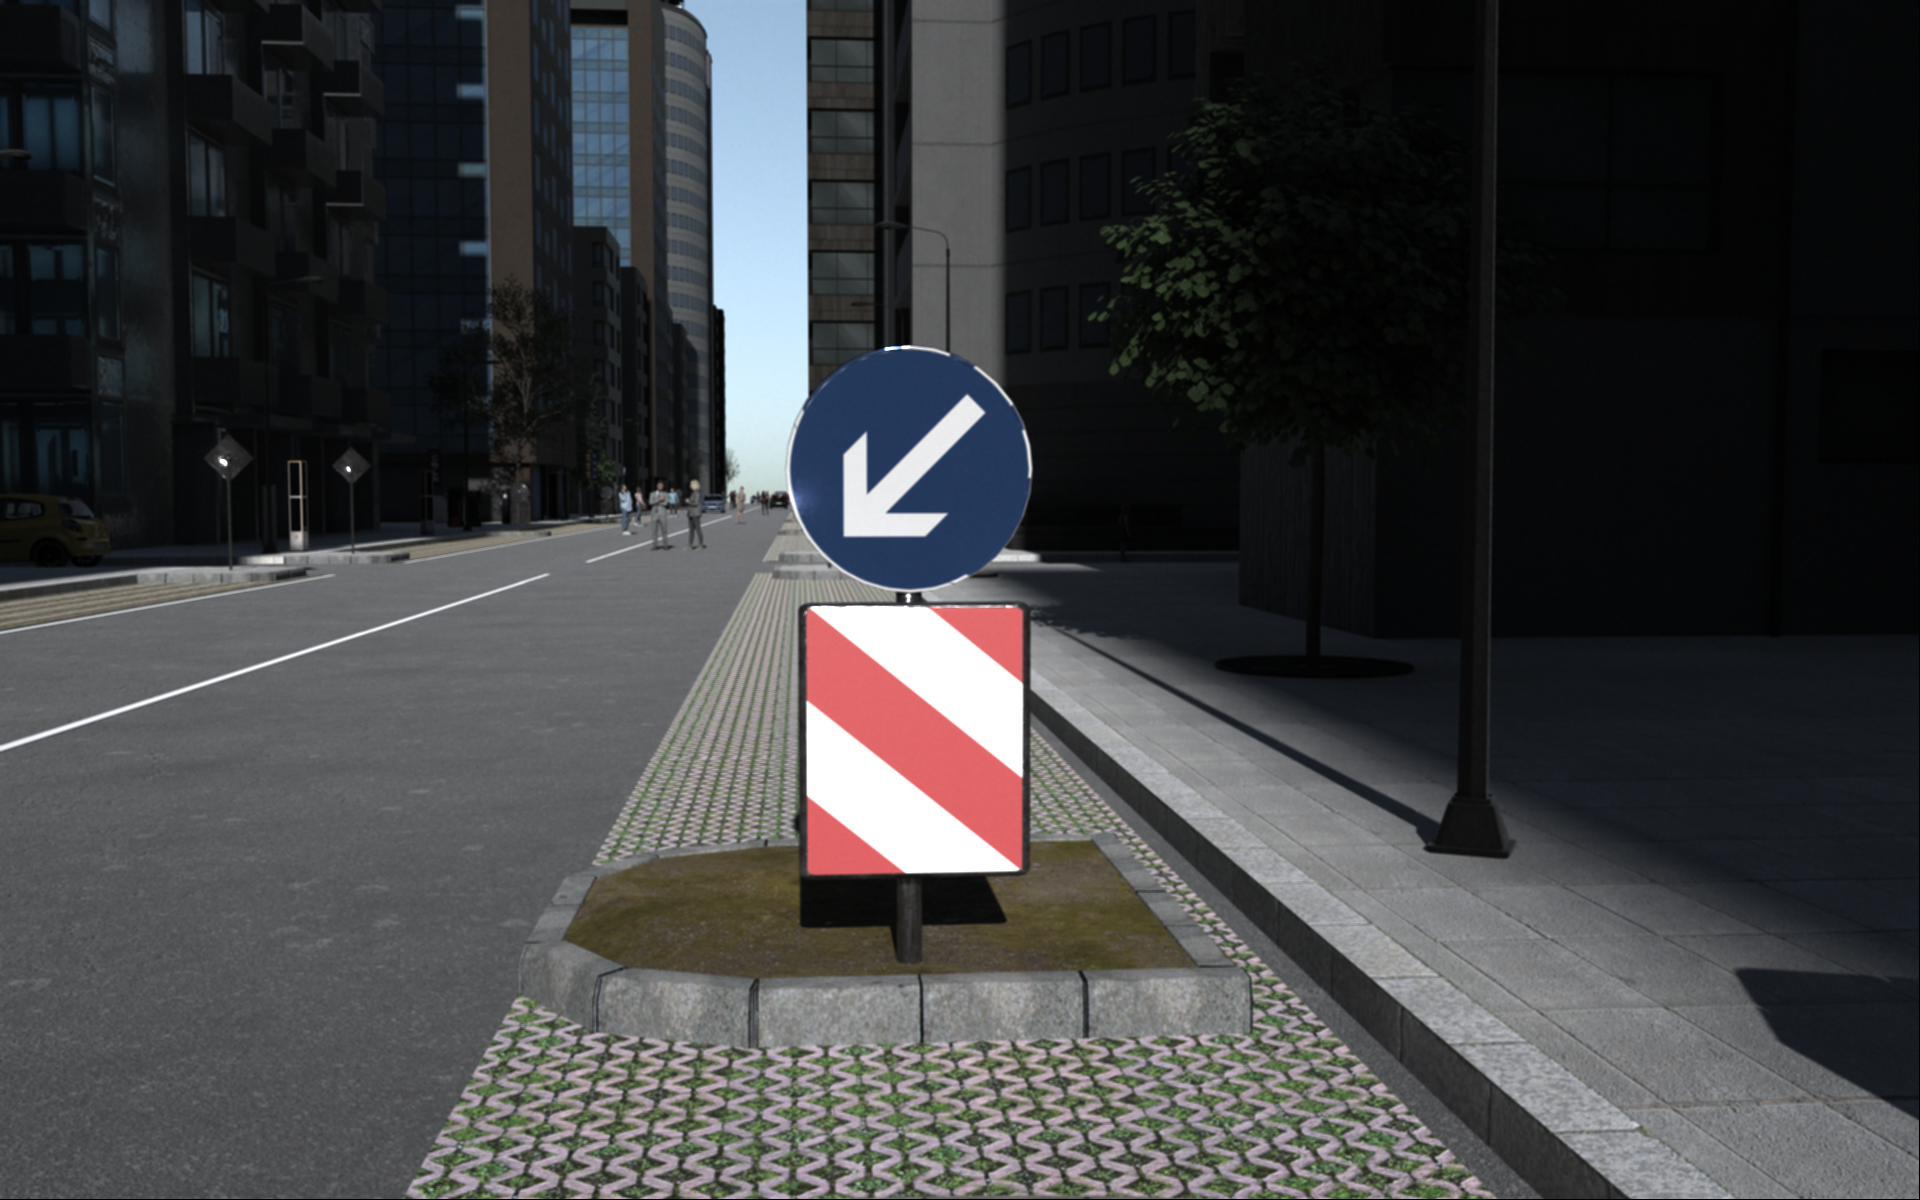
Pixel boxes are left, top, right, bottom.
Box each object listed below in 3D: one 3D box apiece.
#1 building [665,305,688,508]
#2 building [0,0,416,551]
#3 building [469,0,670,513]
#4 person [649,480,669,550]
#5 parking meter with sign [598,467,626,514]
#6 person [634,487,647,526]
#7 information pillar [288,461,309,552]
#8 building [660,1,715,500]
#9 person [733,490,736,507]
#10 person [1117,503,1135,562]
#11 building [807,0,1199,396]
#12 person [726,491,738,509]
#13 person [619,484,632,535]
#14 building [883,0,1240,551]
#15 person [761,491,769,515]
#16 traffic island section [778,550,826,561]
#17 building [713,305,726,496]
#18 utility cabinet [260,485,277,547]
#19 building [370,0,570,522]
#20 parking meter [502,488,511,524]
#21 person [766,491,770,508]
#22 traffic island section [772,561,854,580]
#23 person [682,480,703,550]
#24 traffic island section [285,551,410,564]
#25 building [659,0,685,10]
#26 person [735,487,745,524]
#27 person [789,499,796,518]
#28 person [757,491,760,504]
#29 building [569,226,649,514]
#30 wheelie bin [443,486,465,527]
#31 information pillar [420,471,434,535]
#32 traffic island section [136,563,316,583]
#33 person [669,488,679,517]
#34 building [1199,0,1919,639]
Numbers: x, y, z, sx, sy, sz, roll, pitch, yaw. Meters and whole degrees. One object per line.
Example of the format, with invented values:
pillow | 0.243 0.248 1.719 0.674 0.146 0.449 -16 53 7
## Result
building | -41.440 -19.793 168.661 27.650 21.520 28.899 0 4 -5
building | -29.817 -26.263 49.003 23.786 49.044 30.456 0 4 -5
building | -32.400 -30.401 147.163 14.600 45.320 14.200 0 4 -5
person | -7.715 -2.186 44.426 0.511 1.800 0.466 -1 4 -16
parking meter with sign | -22.446 -7.052 111.560 1.738 3.016 0.543 1 4 8
person | -14.222 -4.131 76.632 0.643 1.750 0.593 -3 5 -41
information pillar | -14.644 -2.070 38.328 0.304 2.012 0.304 0 4 2
building | -40.785 -40.670 206.958 21.231 58.520 28.212 0 4 -5
person | -24.095 -10.800 185.070 0.705 1.826 1.348 0 4 4
person | 3.506 -1.428 36.523 0.373 1.253 0.362 0 4 -2
building | 0.905 -18.217 69.544 14.160 30.474 14.107 0 4 -5
person | -21.514 -9.435 163.582 1.217 1.723 0.721 -1 4 -19
person | -11.798 -3.200 61.085 0.793 1.790 0.793 0 4 -4
building | 12.339 -30.924 47.603 28.212 58.520 21.231 0 4 -5
person | -13.421 -6.676 119.114 0.415 1.643 0.593 3 5 44
traffic island section | -2.967 -0.961 37.998 2.009 0.180 2.903 0 4 -5
building | -42.590 -29.861 259.930 14.160 30.474 14.107 0 4 -5
utility cabinet | -16.615 -2.014 41.601 0.318 1.500 1.173 -2 4 -24
building | -26.766 -26.529 83.862 14.600 45.320 14.200 0 4 -5
parking meter | -19.537 -4.046 74.558 0.372 1.533 0.369 0 3 0
person | -20.404 -10.688 183.968 1.217 1.735 0.721 3 5 43
traffic island section | -2.236 -0.475 30.047 2.009 0.180 2.903 0 4 -5
person | -6.868 -2.193 44.540 0.526 1.800 0.537 -1 4 -15
traffic island section | -13.016 -0.905 37.083 2.009 0.180 2.903 0 4 -5
building | -44.930 -56.436 235.398 22.319 86.520 31.000 0 4 -5
person | -10.492 -4.522 82.773 0.599 1.781 0.374 -2 4 -29
person | -9.689 -5.704 101.873 0.709 1.813 0.853 -1 4 -15
person | -28.740 -14.582 246.932 0.705 1.822 1.348 0 4 2
building | -37.887 -17.135 125.204 27.650 21.520 28.899 0 4 -5
wheelie bin | -19.831 -3.681 68.093 0.980 1.594 0.693 0 4 -7
information pillar | -16.734 -3.050 54.367 0.304 2.012 0.304 3 4 38
traffic island section | -12.285 -0.419 29.131 2.009 0.180 2.903 0 4 -5
person | -18.053 -6.151 109.091 0.660 1.820 0.620 0 4 -7
building | 10.030 -15.301 21.878 14.160 30.474 14.107 0 4 -5
